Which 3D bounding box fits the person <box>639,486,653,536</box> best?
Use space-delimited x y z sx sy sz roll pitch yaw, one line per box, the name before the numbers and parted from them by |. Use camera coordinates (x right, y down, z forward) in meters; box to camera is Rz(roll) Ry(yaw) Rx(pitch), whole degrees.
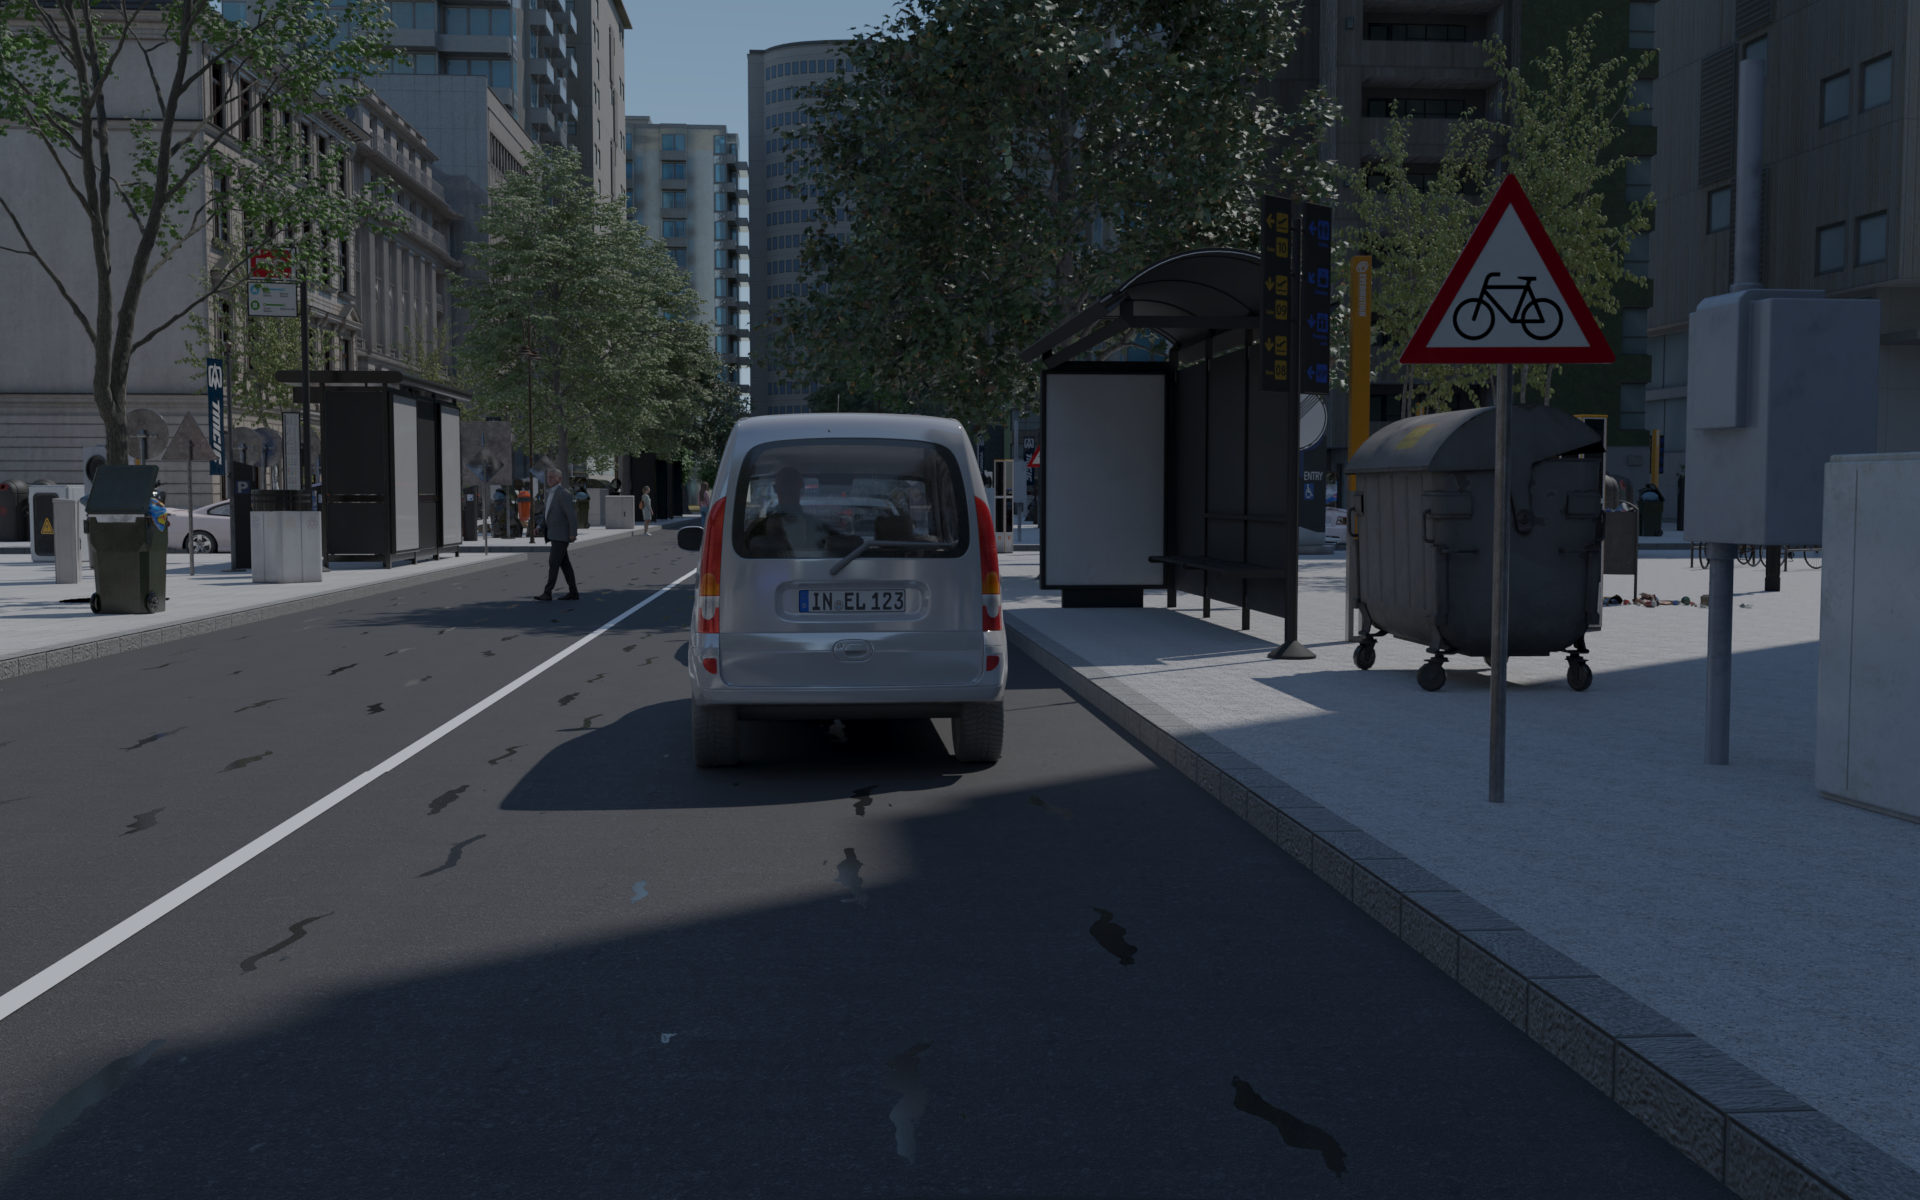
person | -10.806 -3.071 59.708 0.522 1.701 0.512 -2 4 -35

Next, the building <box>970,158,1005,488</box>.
building | 12.228 -51.536 155.285 22.319 86.520 31.000 0 4 -5

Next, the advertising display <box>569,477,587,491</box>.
advertising display | -14.463 -3.648 64.866 0.974 1.923 0.123 -2 4 -32

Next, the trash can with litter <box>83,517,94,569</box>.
trash can with litter | -14.383 -1.112 29.571 1.055 1.170 0.624 1 4 9

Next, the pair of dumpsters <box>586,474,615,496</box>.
pair of dumpsters | -17.049 -4.805 81.059 1.574 2.255 4.437 0 4 -5

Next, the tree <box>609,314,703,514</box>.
tree | -17.691 -11.835 110.512 9.611 12.733 9.660 0 3 0

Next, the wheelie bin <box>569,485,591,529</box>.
wheelie bin | -14.035 -3.414 63.728 0.980 1.594 0.693 2 4 35

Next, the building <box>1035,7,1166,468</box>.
building | 17.257 -29.738 105.823 23.786 49.044 30.456 0 4 -5

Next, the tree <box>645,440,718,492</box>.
tree | -16.968 -7.138 100.420 4.285 4.588 4.351 0 3 0

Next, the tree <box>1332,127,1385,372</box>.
tree | 8.903 -5.059 33.085 4.737 8.622 4.395 0 3 0

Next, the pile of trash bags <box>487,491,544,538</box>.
pile of trash bags | -13.191 -2.597 52.218 1.912 1.369 3.447 -1 4 -13

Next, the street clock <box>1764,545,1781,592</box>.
street clock | 10.730 -1.116 22.815 0.358 2.002 0.471 2 4 26

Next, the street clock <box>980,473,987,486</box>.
street clock | 0.693 -3.385 59.921 0.358 2.002 0.471 -3 5 -41

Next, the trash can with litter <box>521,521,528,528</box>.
trash can with litter | -16.600 -3.273 64.906 1.055 1.170 0.624 1 4 13

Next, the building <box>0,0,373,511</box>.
building | -29.145 -12.148 63.248 10.561 19.102 19.286 0 4 -5

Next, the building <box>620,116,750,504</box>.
building | -42.283 -36.837 221.898 30.456 49.044 23.786 0 4 -5

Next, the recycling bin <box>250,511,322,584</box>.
recycling bin | -9.780 -0.770 25.150 0.722 1.027 0.722 2 4 35

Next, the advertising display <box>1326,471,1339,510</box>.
advertising display | 10.091 -2.641 48.387 0.974 1.923 0.123 2 4 24

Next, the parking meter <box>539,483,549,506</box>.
parking meter | -18.774 -4.437 78.257 0.255 1.863 0.399 3 4 37

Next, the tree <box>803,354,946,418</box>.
tree | -4.591 -11.619 96.627 9.857 13.997 8.962 0 3 0

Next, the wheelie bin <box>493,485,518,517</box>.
wheelie bin | -14.722 -2.952 56.168 0.693 1.594 0.980 1 4 15

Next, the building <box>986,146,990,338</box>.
building | 5.581 -30.281 178.696 14.154 41.232 14.086 0 4 -5

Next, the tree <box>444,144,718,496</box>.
tree | -13.522 -8.504 57.163 7.486 12.596 7.792 0 3 0

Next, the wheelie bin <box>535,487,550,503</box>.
wheelie bin | -21.717 -5.022 90.011 0.693 1.594 0.980 -1 4 -22

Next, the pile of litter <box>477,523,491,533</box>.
pile of litter | -15.743 -2.698 58.075 1.176 0.858 1.719 2 4 24

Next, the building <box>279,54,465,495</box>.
building | -33.527 -14.911 85.592 13.314 21.916 24.055 0 4 -5

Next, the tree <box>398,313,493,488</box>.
tree | -21.360 -7.397 71.301 4.737 8.622 4.395 0 3 0

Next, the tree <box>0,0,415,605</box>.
tree | -9.900 -5.773 20.139 9.928 11.665 9.643 0 3 0

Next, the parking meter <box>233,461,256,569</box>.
parking meter | -12.321 -1.471 29.759 0.399 1.863 0.255 -2 4 -31

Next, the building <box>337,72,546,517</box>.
building | -33.464 -17.707 107.536 12.078 24.808 19.932 0 4 -5

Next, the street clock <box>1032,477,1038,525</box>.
street clock | 3.170 -4.151 72.443 0.358 2.002 0.471 -1 4 -12

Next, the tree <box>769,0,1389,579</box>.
tree | 1.531 -6.660 25.896 9.611 12.733 9.660 0 3 0

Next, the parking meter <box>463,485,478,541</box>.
parking meter | -13.340 -2.370 47.165 0.372 1.533 0.369 0 3 0

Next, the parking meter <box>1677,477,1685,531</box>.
parking meter | 25.072 -3.328 60.124 0.255 1.863 0.399 1 4 9

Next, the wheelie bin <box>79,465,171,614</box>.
wheelie bin | -8.981 -0.659 18.684 0.980 1.594 0.693 0 4 -2

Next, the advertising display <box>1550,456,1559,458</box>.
advertising display | 7.772 -1.128 23.660 0.974 1.923 0.123 -1 4 -12

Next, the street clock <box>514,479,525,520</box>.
street clock | -20.845 -4.732 81.940 0.471 2.002 0.358 0 4 7

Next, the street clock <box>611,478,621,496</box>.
street clock | -15.858 -4.609 79.931 0.471 2.002 0.358 -1 4 -11

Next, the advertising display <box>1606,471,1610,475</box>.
advertising display | 18.163 -2.709 49.499 0.123 1.923 0.974 -1 4 -22

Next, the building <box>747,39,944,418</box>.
building | -12.924 -41.673 223.347 28.212 58.520 21.231 0 4 -5

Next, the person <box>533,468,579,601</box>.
person | -5.449 -0.875 23.197 0.661 1.777 0.834 3 5 40

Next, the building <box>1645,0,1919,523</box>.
building | 43.944 -29.565 72.623 27.495 52.752 28.713 0 4 -5

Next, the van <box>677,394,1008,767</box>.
van | -0.739 -0.216 10.536 2.013 2.044 4.112 0 4 -6

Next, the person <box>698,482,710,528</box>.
person | -8.163 -2.883 55.649 0.555 1.821 0.388 2 4 26

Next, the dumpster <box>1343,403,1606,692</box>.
dumpster | 3.515 -0.377 11.927 1.264 1.857 1.865 0 4 -5

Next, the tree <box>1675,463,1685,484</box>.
tree | 26.094 -4.043 60.706 1.663 3.219 1.824 0 3 0

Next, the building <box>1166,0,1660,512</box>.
building | 15.818 -17.877 63.984 14.107 30.474 14.160 0 4 -5

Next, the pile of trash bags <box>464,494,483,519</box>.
pile of trash bags | -25.042 -4.824 88.632 1.912 1.369 3.447 0 4 -8

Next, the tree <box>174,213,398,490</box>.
tree | -18.085 -5.810 45.357 4.737 8.622 4.395 0 3 0

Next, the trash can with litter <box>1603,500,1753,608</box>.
trash can with litter | 7.899 -0.543 19.944 2.233 1.210 1.678 3 4 38

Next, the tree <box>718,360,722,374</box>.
tree | -13.512 -9.414 72.039 7.486 12.596 7.792 0 3 0

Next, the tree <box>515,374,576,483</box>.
tree | -23.712 -9.189 100.597 4.360 8.622 3.978 0 3 0

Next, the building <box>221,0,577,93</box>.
building | -41.377 -31.326 131.792 23.786 49.044 30.456 0 4 -5

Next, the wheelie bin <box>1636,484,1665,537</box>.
wheelie bin | 20.840 -2.715 52.295 0.693 1.594 0.980 0 4 -1

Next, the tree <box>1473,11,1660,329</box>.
tree | 8.997 -4.706 27.307 4.737 8.622 4.395 0 3 0

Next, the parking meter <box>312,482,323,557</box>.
parking meter | -13.123 -1.650 35.389 0.372 1.533 0.369 0 3 0

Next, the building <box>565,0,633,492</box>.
building | -46.631 -35.316 166.657 27.495 52.752 28.713 0 4 -5

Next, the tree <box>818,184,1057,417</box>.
tree | -0.384 -7.904 54.991 9.928 11.665 9.643 0 3 0
